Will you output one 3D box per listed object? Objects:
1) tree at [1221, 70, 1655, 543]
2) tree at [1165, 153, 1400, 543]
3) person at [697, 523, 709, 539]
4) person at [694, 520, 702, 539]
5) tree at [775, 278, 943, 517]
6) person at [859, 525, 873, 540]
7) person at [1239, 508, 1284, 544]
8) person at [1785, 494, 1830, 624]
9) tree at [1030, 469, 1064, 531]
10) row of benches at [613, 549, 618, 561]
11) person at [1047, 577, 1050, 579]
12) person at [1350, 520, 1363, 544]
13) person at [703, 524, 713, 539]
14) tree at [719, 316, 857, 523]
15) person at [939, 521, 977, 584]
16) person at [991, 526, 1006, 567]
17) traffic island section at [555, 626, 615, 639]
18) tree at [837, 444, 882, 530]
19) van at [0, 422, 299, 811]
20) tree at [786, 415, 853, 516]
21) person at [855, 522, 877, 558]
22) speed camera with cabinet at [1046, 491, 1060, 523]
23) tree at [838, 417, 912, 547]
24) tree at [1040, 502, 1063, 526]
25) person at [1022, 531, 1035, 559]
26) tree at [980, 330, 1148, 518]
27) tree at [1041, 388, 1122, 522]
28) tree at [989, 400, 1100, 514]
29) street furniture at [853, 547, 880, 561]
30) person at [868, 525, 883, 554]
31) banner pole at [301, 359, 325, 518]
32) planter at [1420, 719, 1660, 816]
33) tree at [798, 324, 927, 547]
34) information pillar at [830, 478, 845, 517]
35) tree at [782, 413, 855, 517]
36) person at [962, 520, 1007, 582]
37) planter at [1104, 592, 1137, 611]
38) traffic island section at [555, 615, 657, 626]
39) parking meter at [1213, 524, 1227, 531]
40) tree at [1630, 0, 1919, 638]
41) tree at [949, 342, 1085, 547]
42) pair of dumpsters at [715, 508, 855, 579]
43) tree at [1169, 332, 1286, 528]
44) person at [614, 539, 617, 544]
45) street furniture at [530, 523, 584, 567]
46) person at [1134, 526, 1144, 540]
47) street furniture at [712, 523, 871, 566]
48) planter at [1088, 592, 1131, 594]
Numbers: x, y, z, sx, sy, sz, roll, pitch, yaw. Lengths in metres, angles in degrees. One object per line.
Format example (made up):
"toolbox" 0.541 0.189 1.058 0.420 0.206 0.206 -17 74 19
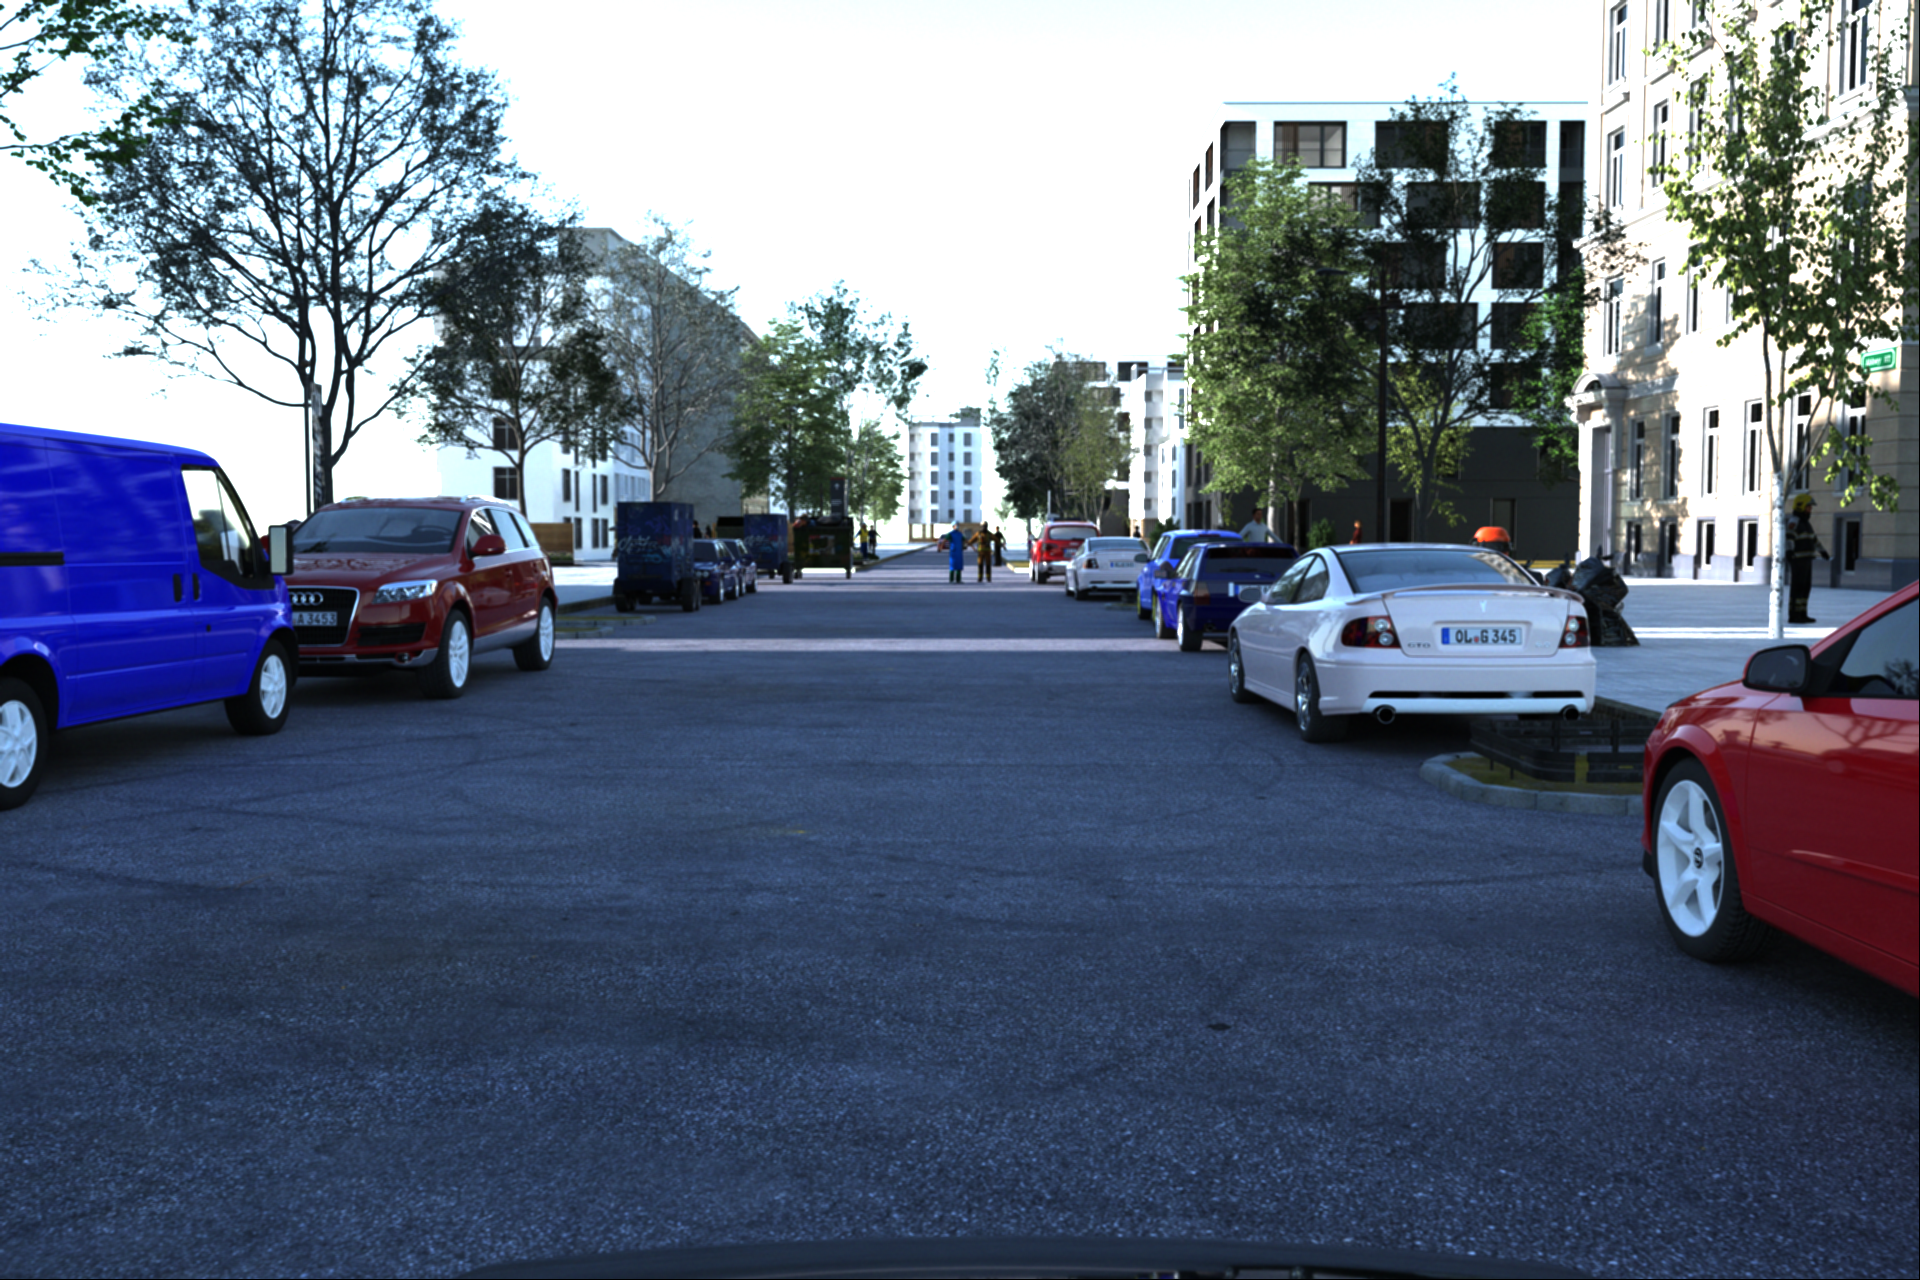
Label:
"tree" 9.593 -6.210 35.950 8.767 10.594 7.601 1 4 12
"tree" 9.766 -8.209 52.350 7.486 12.596 7.792 0 3 0
"person" -11.759 -4.377 77.428 1.347 1.847 0.705 -1 4 -13
"person" -10.007 -3.611 65.218 0.705 1.806 1.347 1 4 20
"tree" -7.602 -16.536 126.253 12.611 20.169 13.585 0 3 0
"person" -5.437 -5.713 99.596 0.705 1.806 1.347 -3 4 -37
"person" 6.045 -1.774 35.166 1.344 1.810 0.704 -1 4 -21
"person" 12.132 -1.171 24.919 1.351 1.858 0.704 -3 5 -43
"tree" 7.295 -11.588 139.830 4.737 8.622 4.395 0 3 0
"row of benches" -15.610 -4.186 83.901 1.422 0.672 4.104 1 4 18
"person" 2.674 -2.838 55.321 0.721 1.772 1.216 1 4 22
"person" 12.664 -2.976 55.462 0.721 1.729 1.215 2 4 24
"person" -14.994 -5.949 103.047 0.705 1.856 1.354 1 4 12
"tree" -9.110 -10.571 90.955 7.486 12.596 7.792 0 3 0
"person" -0.100 -2.526 49.888 1.347 1.817 0.704 -3 4 -39
"person" 1.637 -4.133 76.249 0.704 1.802 1.346 3 4 39
"traffic island section" -5.973 -0.100 24.494 1.991 0.108 1.994 0 4 1
"tree" -8.661 -11.564 139.434 4.737 8.622 4.395 0 3 0
"van" -5.828 -0.381 10.614 2.240 2.365 5.245 0 4 1
"tree" -7.953 -9.562 106.694 4.360 8.622 3.978 0 3 0
"person" -4.313 -4.419 78.221 1.349 1.833 0.705 -3 5 -44
"speed camera with cabinet" 4.239 -5.117 78.005 0.660 3.252 2.038 0 4 1
"tree" -8.362 -15.257 167.581 7.486 12.596 7.792 0 3 0
"tree" 7.742 -12.621 156.718 4.737 8.622 4.395 0 3 0
"person" 3.603 -4.949 90.188 0.599 1.433 0.991 3 5 44
"tree" 6.405 -11.939 105.571 12.009 13.543 11.850 0 3 0
"tree" 6.501 -8.360 87.043 4.360 8.622 3.978 0 3 0
"tree" 6.284 -11.381 120.495 7.601 10.594 8.767 2 4 34
"street furniture" -8.840 -4.169 83.794 10.072 0.657 5.734 0 4 1
"person" -5.173 -5.839 101.401 1.347 1.837 0.705 1 4 8
"banner pole" -9.367 -2.148 25.131 0.401 3.779 0.863 0 4 1
"planter" 3.698 0.694 9.800 1.991 0.319 1.994 0 3 0
"tree" -8.874 -18.174 153.030 12.611 20.169 13.585 0 3 0
"information pillar" -5.619 -5.523 79.685 0.750 3.857 0.750 0 4 1
"tree" -8.449 -9.166 100.221 4.737 8.622 4.395 0 3 0
"person" 0.736 -2.673 51.926 1.354 1.858 0.705 0 4 5
"planter" 3.764 -0.731 33.085 1.991 0.319 1.994 0 4 1
"traffic island section" -5.963 -0.306 27.875 1.991 0.108 1.994 0 4 1
"parking meter" 6.841 -2.272 45.561 0.372 1.533 0.369 0 3 0
"tree" 10.184 -4.314 20.900 4.737 8.622 4.395 0 3 0
"tree" 5.751 -19.288 171.246 12.611 20.169 13.585 0 3 0
"pair of dumpsters" -5.589 -3.085 55.385 4.436 2.255 1.574 0 4 0
"tree" 9.816 -6.920 63.499 4.737 8.622 4.395 0 3 0
"person" -12.350 -3.617 65.279 1.346 1.812 0.704 -1 4 -9
"street furniture" -19.700 -3.860 69.967 9.812 1.723 11.010 -1 4 -11
"person" 9.745 -5.365 94.437 0.721 1.740 1.216 -1 4 -16
"street furniture" -6.687 -3.941 71.292 11.010 1.723 9.812 0 4 -4
"planter" 3.861 -1.318 42.695 1.991 0.319 1.994 0 4 1
